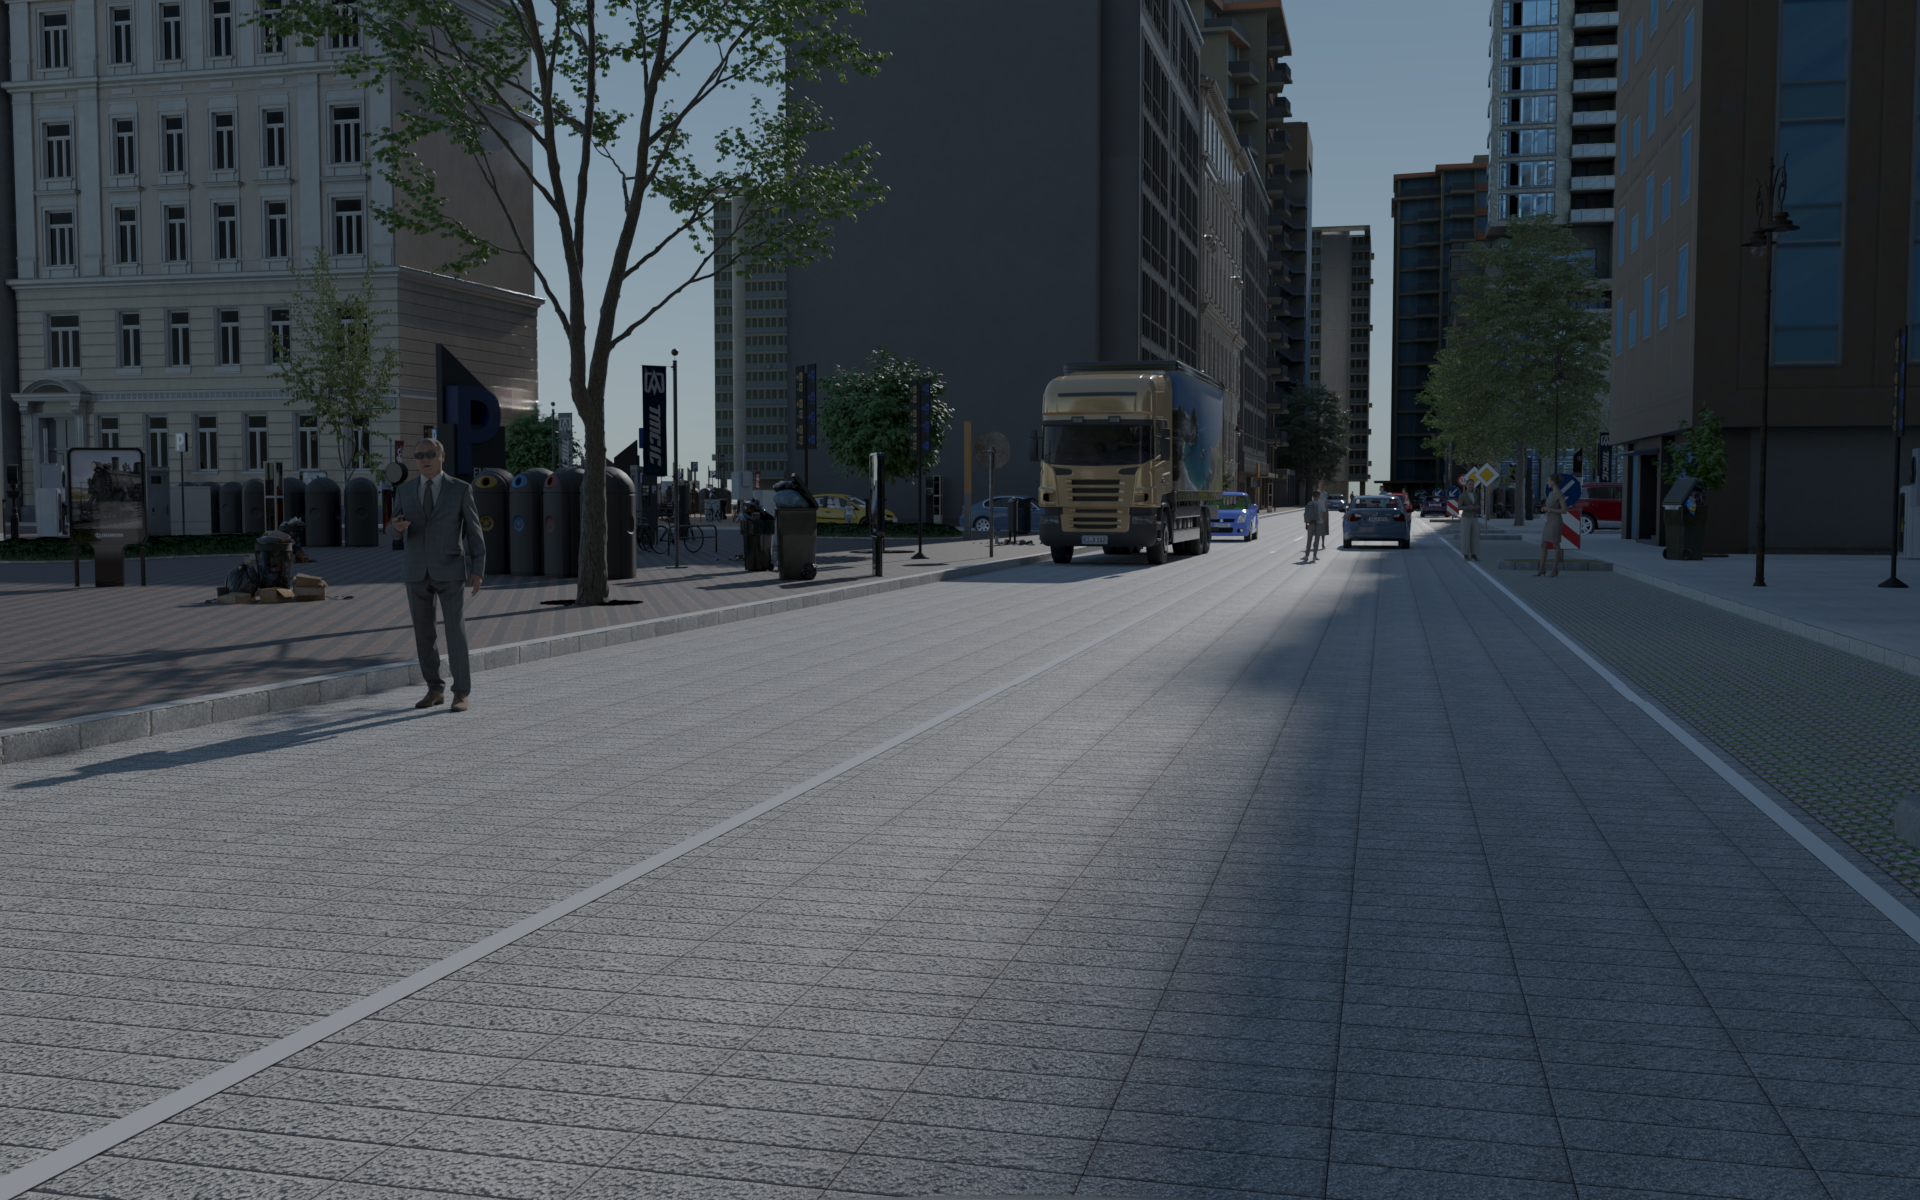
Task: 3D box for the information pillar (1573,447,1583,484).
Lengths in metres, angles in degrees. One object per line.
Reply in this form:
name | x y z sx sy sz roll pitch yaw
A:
information pillar | 30.757 -5.803 86.227 0.504 3.616 0.183 3 5 39

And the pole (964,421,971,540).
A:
pole | 0.219 -3.357 48.738 0.158 3.312 0.155 0 3 0

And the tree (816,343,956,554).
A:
tree | -1.650 -3.319 37.982 4.285 4.588 4.351 0 3 0

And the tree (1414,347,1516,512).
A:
tree | 36.038 -12.030 122.446 9.928 11.665 9.643 0 3 0

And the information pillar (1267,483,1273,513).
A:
information pillar | 21.499 -7.078 120.223 0.304 2.012 0.304 0 4 -7

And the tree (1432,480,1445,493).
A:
tree | 58.041 -13.192 210.289 1.663 3.219 1.824 0 3 0

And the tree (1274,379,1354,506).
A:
tree | 38.912 -17.509 192.921 9.857 13.997 8.962 0 3 0

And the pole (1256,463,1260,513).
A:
pole | 19.737 -7.397 114.785 0.158 3.312 0.155 0 3 0

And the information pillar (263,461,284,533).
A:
information pillar | -15.372 -2.100 38.825 0.304 2.012 0.304 1 4 13

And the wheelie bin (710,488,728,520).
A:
wheelie bin | -12.117 -4.819 86.690 0.693 1.594 0.980 3 4 38

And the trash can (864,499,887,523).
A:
trash can | -2.607 -2.545 53.257 0.748 1.137 0.748 0 3 0

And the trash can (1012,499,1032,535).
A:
trash can | 1.942 -2.639 54.803 0.748 1.137 0.748 0 3 0

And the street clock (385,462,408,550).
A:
street clock | -12.867 -2.143 39.606 0.471 2.002 0.358 1 4 19

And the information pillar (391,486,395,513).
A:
information pillar | -19.177 -3.329 58.920 0.304 2.012 0.304 -1 4 -23

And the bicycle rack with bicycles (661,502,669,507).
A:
bicycle rack with bicycles | -14.345 -4.190 81.895 2.925 0.926 2.852 0 4 -1

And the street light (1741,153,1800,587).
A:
street light | 11.120 -3.127 23.909 0.468 5.910 1.993 1 4 14

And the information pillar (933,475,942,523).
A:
information pillar | -0.874 -3.880 67.932 0.304 2.012 0.304 1 4 15

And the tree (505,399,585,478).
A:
tree | -14.628 -4.670 60.070 4.285 4.588 4.351 0 3 0

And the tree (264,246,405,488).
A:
tree | -18.251 -6.166 51.184 4.737 8.622 4.395 0 3 0

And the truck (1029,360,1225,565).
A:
truck | 3.990 -3.050 38.779 2.839 4.237 11.283 1 4 16

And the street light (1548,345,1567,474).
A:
street light | 18.615 -4.970 54.053 0.468 5.910 1.993 1 4 14

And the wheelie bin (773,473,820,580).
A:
wheelie bin | -2.477 -1.112 26.093 0.693 1.594 0.980 -1 4 -9

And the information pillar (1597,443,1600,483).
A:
information pillar | 29.471 -5.403 79.689 0.504 3.616 0.183 -3 5 -40

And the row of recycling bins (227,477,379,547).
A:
row of recycling bins | -15.906 -2.155 42.354 3.534 1.692 1.069 1 4 10

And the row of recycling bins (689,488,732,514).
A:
row of recycling bins | -16.248 -6.443 112.455 3.534 1.692 1.069 2 4 32

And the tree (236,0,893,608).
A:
tree | -4.213 -5.742 19.637 9.928 11.665 9.643 0 3 0

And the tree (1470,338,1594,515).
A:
tree | 25.440 -7.855 78.797 4.737 8.622 4.395 0 3 0

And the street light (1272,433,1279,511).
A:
street light | 23.279 -9.484 127.851 0.468 5.910 1.993 1 4 14

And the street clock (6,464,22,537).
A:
street clock | -23.098 -2.307 42.296 0.358 2.002 0.471 -1 4 -22

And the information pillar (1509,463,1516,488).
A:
information pillar | 41.418 -8.473 129.891 0.504 3.616 0.183 3 5 42

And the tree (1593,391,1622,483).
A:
tree | 42.264 -10.077 115.117 4.737 8.622 4.395 0 3 0

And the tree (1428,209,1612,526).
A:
tree | 22.901 -9.246 69.295 7.486 12.596 7.792 0 3 0

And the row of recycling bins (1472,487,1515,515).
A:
row of recycling bins | 33.500 -6.231 108.982 3.534 1.692 1.069 -1 4 -18

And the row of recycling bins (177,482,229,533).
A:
row of recycling bins | -24.279 -3.058 57.104 3.534 1.692 1.069 1 4 12

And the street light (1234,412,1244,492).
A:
street light | 15.676 -7.632 97.577 0.468 5.910 1.993 1 4 14

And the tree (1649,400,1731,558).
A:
tree | 15.289 -2.499 35.467 1.663 3.219 1.824 0 3 0

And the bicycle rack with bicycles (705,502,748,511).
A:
bicycle rack with bicycles | -10.513 -4.010 78.937 2.852 0.926 2.925 1 4 11

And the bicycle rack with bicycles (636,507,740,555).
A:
bicycle rack with bicycles | -6.739 -1.485 37.655 2.852 0.926 2.925 2 4 28

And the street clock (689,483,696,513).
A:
street clock | -16.808 -6.381 108.901 0.358 2.002 0.471 -2 4 -33

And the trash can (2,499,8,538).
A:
trash can | -27.121 -2.258 48.578 0.748 1.137 0.748 0 3 0

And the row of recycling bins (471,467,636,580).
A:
row of recycling bins | -6.400 -1.226 27.160 3.534 1.692 1.069 3 4 37

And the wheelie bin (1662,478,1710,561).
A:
wheelie bin | 14.119 -1.578 33.707 0.693 1.594 0.980 -1 4 -12

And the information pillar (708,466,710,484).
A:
information pillar | -20.626 -9.231 142.282 0.183 3.616 0.504 0 4 -2

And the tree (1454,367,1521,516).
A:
tree | 30.138 -9.101 99.158 4.360 8.622 3.978 0 3 0

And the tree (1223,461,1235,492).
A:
tree | 13.038 -5.665 87.228 1.663 3.219 1.824 0 3 0

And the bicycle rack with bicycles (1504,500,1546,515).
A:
bicycle rack with bicycles | 34.030 -5.519 103.612 2.925 0.926 2.852 -1 4 -11

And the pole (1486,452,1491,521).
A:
pole | 25.541 -5.499 83.751 0.158 3.312 0.155 0 3 0

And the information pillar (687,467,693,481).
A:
information pillar | -23.452 -9.723 150.329 0.504 3.616 0.183 1 4 15
